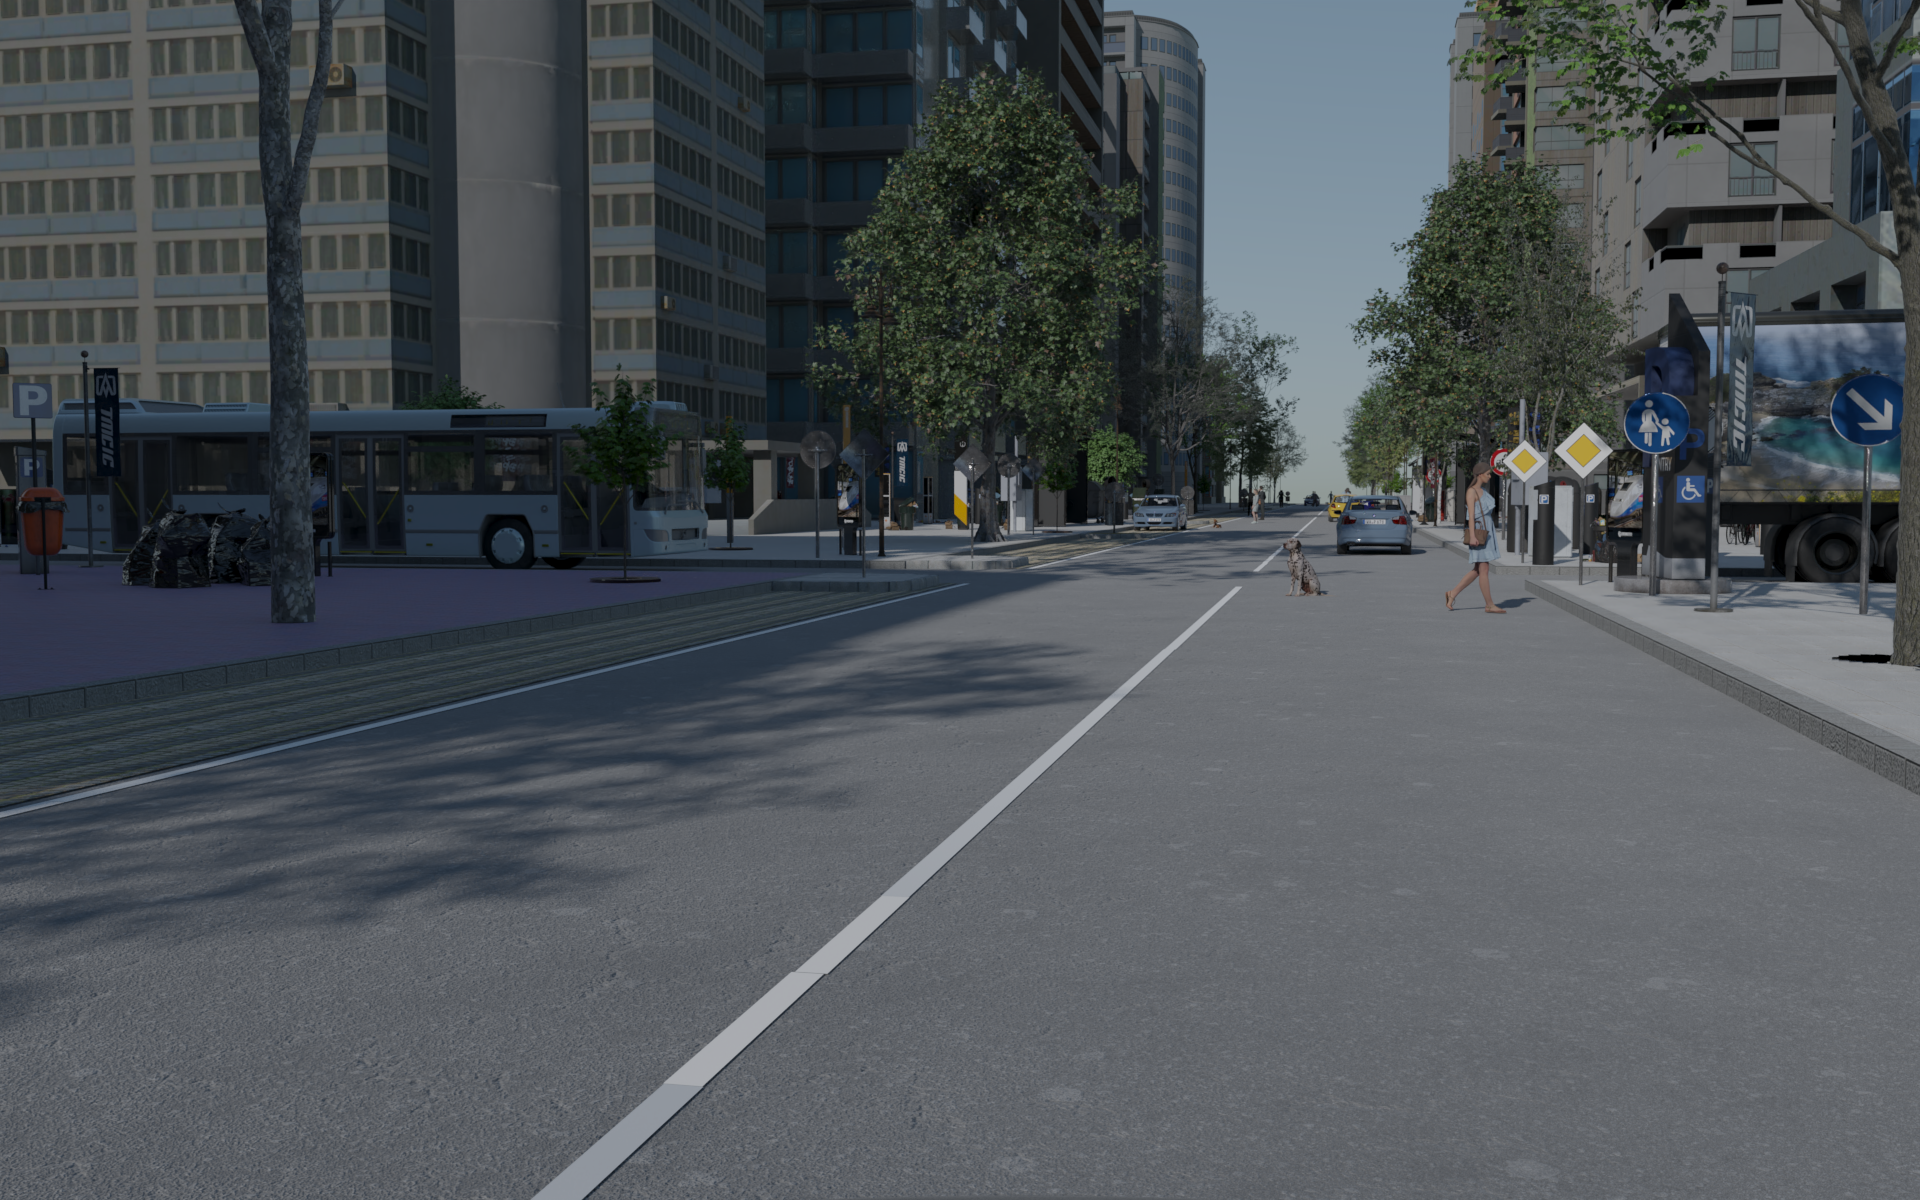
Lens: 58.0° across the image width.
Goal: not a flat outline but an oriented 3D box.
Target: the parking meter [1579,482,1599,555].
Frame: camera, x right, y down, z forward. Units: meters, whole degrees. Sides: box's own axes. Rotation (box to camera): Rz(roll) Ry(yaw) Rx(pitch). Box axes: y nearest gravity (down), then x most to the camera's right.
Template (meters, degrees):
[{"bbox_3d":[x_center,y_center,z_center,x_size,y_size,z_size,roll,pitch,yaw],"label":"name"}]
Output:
[{"bbox_3d":[13.389,-1.741,36.882,0.372,1.533,0.369,0,3,0],"label":"parking meter"}]

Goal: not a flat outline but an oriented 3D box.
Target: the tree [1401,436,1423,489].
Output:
[{"bbox_3d":[21.077,-7.691,76.106,4.360,8.622,3.978,0,3,0],"label":"tree"}]

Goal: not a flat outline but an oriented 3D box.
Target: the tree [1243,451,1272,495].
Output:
[{"bbox_3d":[36.126,-15.988,211.769,4.737,8.622,4.395,0,3,0],"label":"tree"}]

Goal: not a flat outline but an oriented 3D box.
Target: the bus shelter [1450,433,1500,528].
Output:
[{"bbox_3d":[20.375,-4.740,68.775,1.731,3.624,6.357,1,4,13],"label":"bus shelter"}]

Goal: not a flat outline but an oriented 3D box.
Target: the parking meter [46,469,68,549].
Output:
[{"bbox_3d":[-20.900,-2.105,40.129,0.399,1.863,0.255,-1,4,-15],"label":"parking meter"}]

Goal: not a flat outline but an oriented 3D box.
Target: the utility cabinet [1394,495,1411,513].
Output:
[{"bbox_3d":[26.510,-5.662,103.734,1.020,1.237,0.306,-2,4,-23],"label":"utility cabinet"}]

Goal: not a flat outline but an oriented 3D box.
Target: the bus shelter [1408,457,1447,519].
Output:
[{"bbox_3d":[24.693,-5.950,91.211,2.014,3.302,5.546,1,4,12],"label":"bus shelter"}]

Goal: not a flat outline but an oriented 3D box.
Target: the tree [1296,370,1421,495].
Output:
[{"bbox_3d":[41.955,-15.917,170.609,12.009,13.543,11.850,0,3,0],"label":"tree"}]

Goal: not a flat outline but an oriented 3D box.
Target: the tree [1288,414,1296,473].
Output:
[{"bbox_3d":[46.319,-21.036,254.306,12.009,13.543,11.850,0,3,0],"label":"tree"}]

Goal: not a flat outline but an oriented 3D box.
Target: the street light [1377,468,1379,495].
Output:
[{"bbox_3d":[43.398,-12.661,179.789,0.468,5.910,1.993,1,4,12],"label":"street light"}]

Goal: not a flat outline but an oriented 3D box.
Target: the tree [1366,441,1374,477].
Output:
[{"bbox_3d":[36.754,-12.036,147.158,4.737,8.622,4.395,0,3,0],"label":"tree"}]

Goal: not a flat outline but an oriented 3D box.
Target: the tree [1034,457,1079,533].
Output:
[{"bbox_3d":[3.097,-3.842,57.418,1.663,3.219,1.824,0,3,0],"label":"tree"}]

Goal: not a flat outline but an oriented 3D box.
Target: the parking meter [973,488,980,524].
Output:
[{"bbox_3d":[0.828,-3.984,73.554,0.372,1.533,0.369,0,3,0],"label":"parking meter"}]

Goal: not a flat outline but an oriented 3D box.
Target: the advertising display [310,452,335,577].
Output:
[{"bbox_3d":[-10.169,-1.334,27.025,0.974,1.923,0.123,2,4,24],"label":"advertising display"}]

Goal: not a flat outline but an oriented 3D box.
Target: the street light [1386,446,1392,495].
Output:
[{"bbox_3d":[35.505,-10.433,143.373,0.468,5.910,1.993,1,4,12],"label":"street light"}]

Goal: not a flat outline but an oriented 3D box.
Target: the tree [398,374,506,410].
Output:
[{"bbox_3d":[-13.883,-3.893,47.364,4.285,4.588,4.351,0,3,0],"label":"tree"}]

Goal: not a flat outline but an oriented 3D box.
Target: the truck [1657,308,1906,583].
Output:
[{"bbox_3d":[16.912,-2.315,26.761,11.283,4.237,2.839,1,4,14],"label":"truck"}]

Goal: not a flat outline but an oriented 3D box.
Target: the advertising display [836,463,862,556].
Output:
[{"bbox_3d":[-2.302,-1.905,36.356,0.123,1.923,0.974,-2,4,-33],"label":"advertising display"}]

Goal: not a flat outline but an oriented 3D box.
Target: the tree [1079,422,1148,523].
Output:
[{"bbox_3d":[6.833,-5.796,78.481,4.285,4.588,4.351,0,3,0],"label":"tree"}]

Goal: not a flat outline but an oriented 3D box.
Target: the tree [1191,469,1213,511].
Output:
[{"bbox_3d":[18.625,-8.490,133.414,1.663,3.219,1.824,0,3,0],"label":"tree"}]

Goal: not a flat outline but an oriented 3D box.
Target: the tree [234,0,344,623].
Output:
[{"bbox_3d":[-7.891,-9.787,15.908,12.611,20.169,13.585,0,3,0],"label":"tree"}]

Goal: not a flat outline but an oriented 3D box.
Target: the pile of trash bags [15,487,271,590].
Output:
[{"bbox_3d":[-11.210,-0.882,24.177,3.447,1.369,1.912,-2,4,-31],"label":"pile of trash bags"}]

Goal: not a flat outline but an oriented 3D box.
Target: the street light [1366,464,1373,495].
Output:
[{"bbox_3d":[53.247,-15.381,224.260,0.468,5.910,1.993,1,4,12],"label":"street light"}]

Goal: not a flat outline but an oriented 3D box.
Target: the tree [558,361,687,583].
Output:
[{"bbox_3d":[-4.962,-1.885,25.417,1.663,3.219,1.824,0,3,0],"label":"tree"}]

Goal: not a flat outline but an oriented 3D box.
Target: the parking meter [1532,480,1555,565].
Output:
[{"bbox_3d":[10.555,-1.401,31.314,0.372,1.533,0.369,0,3,0],"label":"parking meter"}]

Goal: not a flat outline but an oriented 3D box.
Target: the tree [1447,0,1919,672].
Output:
[{"bbox_3d":[7.193,-5.326,12.842,9.928,11.665,9.643,0,3,0],"label":"tree"}]

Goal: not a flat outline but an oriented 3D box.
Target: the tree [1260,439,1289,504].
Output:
[{"bbox_3d":[44.515,-18.027,245.109,4.360,8.622,3.978,0,3,0],"label":"tree"}]

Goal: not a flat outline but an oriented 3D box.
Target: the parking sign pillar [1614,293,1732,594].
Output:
[{"bbox_3d":[9.389,-2.095,22.719,1.447,3.967,1.447,0,4,5],"label":"parking sign pillar"}]

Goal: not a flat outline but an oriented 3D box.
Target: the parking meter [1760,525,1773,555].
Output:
[{"bbox_3d":[17.089,-1.719,36.515,0.372,1.533,0.369,0,3,0],"label":"parking meter"}]

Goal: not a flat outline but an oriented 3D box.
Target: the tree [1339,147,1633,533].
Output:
[{"bbox_3d":[17.533,-8.587,57.413,9.611,12.733,9.660,0,3,0],"label":"tree"}]

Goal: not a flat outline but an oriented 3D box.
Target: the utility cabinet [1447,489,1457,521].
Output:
[{"bbox_3d":[24.445,-4.647,84.658,0.318,1.500,1.173,-1,4,-21],"label":"utility cabinet"}]

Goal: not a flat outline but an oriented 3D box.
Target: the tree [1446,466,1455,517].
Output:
[{"bbox_3d":[26.805,-6.251,96.807,1.663,3.219,1.824,0,3,0],"label":"tree"}]

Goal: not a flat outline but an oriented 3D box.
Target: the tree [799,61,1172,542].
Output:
[{"bbox_3d":[0.774,-7.902,46.213,9.611,12.733,9.660,0,3,0],"label":"tree"}]

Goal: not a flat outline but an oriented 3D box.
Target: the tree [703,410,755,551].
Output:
[{"bbox_3d":[-5.221,-2.768,39.853,1.663,3.219,1.824,0,3,0],"label":"tree"}]

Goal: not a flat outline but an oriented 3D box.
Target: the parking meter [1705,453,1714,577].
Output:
[{"bbox_3d":[10.490,-1.152,24.552,0.399,1.863,0.255,-3,4,-39],"label":"parking meter"}]

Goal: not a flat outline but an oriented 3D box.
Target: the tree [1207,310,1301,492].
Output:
[{"bbox_3d":[29.509,-19.921,181.601,12.611,20.169,13.585,0,3,0],"label":"tree"}]

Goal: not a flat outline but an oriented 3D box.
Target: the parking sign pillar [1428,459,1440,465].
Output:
[{"bbox_3d":[27.874,-6.958,102.240,1.447,3.967,1.447,0,4,-5],"label":"parking sign pillar"}]

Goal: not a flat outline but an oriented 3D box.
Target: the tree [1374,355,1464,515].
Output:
[{"bbox_3d":[23.010,-8.252,85.280,4.737,8.622,4.395,0,3,0],"label":"tree"}]

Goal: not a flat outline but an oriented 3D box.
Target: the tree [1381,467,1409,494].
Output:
[{"bbox_3d":[31.461,-7.966,124.843,1.663,3.219,1.824,0,3,0],"label":"tree"}]

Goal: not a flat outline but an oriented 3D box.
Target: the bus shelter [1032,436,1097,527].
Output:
[{"bbox_3d":[4.262,-4.828,70.224,1.731,3.624,6.357,1,4,12],"label":"bus shelter"}]

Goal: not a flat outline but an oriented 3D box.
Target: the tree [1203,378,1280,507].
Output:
[{"bbox_3d":[27.723,-15.320,168.607,7.486,12.596,7.792,0,3,0],"label":"tree"}]

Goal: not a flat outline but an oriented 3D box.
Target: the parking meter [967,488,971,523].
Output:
[{"bbox_3d":[0.488,-4.147,76.216,0.372,1.533,0.369,0,3,0],"label":"parking meter"}]

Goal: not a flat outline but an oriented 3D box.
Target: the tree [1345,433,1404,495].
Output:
[{"bbox_3d":[52.030,-18.181,215.379,7.486,12.596,7.792,0,3,0],"label":"tree"}]

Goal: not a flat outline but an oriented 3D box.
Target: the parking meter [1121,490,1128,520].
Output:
[{"bbox_3d":[8.226,-4.778,86.525,0.372,1.533,0.369,0,3,0],"label":"parking meter"}]

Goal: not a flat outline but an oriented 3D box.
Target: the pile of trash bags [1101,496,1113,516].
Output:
[{"bbox_3d":[8.577,-5.611,101.497,1.912,1.369,3.447,0,4,-6],"label":"pile of trash bags"}]

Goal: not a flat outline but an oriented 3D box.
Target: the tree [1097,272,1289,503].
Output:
[{"bbox_3d":[11.892,-11.376,96.368,12.009,13.543,11.850,0,3,0],"label":"tree"}]

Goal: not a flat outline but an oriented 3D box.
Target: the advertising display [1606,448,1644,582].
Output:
[{"bbox_3d":[9.530,-1.192,24.699,0.123,1.923,0.974,-1,4,-10],"label":"advertising display"}]

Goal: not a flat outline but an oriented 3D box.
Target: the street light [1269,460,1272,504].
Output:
[{"bbox_3d":[40.737,-15.567,227.304,0.468,5.910,1.993,1,4,12],"label":"street light"}]

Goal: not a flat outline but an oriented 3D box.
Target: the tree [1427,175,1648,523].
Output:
[{"bbox_3d":[14.009,-5.550,41.105,4.360,8.622,3.978,0,3,0],"label":"tree"}]

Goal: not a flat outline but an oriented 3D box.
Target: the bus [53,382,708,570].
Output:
[{"bbox_3d":[-10.614,-2.326,32.897,13.247,3.499,2.948,1,4,13],"label":"bus"}]

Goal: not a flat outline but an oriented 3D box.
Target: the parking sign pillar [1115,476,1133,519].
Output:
[{"bbox_3d":[8.501,-6.214,90.064,1.447,3.967,1.447,2,4,29],"label":"parking sign pillar"}]
